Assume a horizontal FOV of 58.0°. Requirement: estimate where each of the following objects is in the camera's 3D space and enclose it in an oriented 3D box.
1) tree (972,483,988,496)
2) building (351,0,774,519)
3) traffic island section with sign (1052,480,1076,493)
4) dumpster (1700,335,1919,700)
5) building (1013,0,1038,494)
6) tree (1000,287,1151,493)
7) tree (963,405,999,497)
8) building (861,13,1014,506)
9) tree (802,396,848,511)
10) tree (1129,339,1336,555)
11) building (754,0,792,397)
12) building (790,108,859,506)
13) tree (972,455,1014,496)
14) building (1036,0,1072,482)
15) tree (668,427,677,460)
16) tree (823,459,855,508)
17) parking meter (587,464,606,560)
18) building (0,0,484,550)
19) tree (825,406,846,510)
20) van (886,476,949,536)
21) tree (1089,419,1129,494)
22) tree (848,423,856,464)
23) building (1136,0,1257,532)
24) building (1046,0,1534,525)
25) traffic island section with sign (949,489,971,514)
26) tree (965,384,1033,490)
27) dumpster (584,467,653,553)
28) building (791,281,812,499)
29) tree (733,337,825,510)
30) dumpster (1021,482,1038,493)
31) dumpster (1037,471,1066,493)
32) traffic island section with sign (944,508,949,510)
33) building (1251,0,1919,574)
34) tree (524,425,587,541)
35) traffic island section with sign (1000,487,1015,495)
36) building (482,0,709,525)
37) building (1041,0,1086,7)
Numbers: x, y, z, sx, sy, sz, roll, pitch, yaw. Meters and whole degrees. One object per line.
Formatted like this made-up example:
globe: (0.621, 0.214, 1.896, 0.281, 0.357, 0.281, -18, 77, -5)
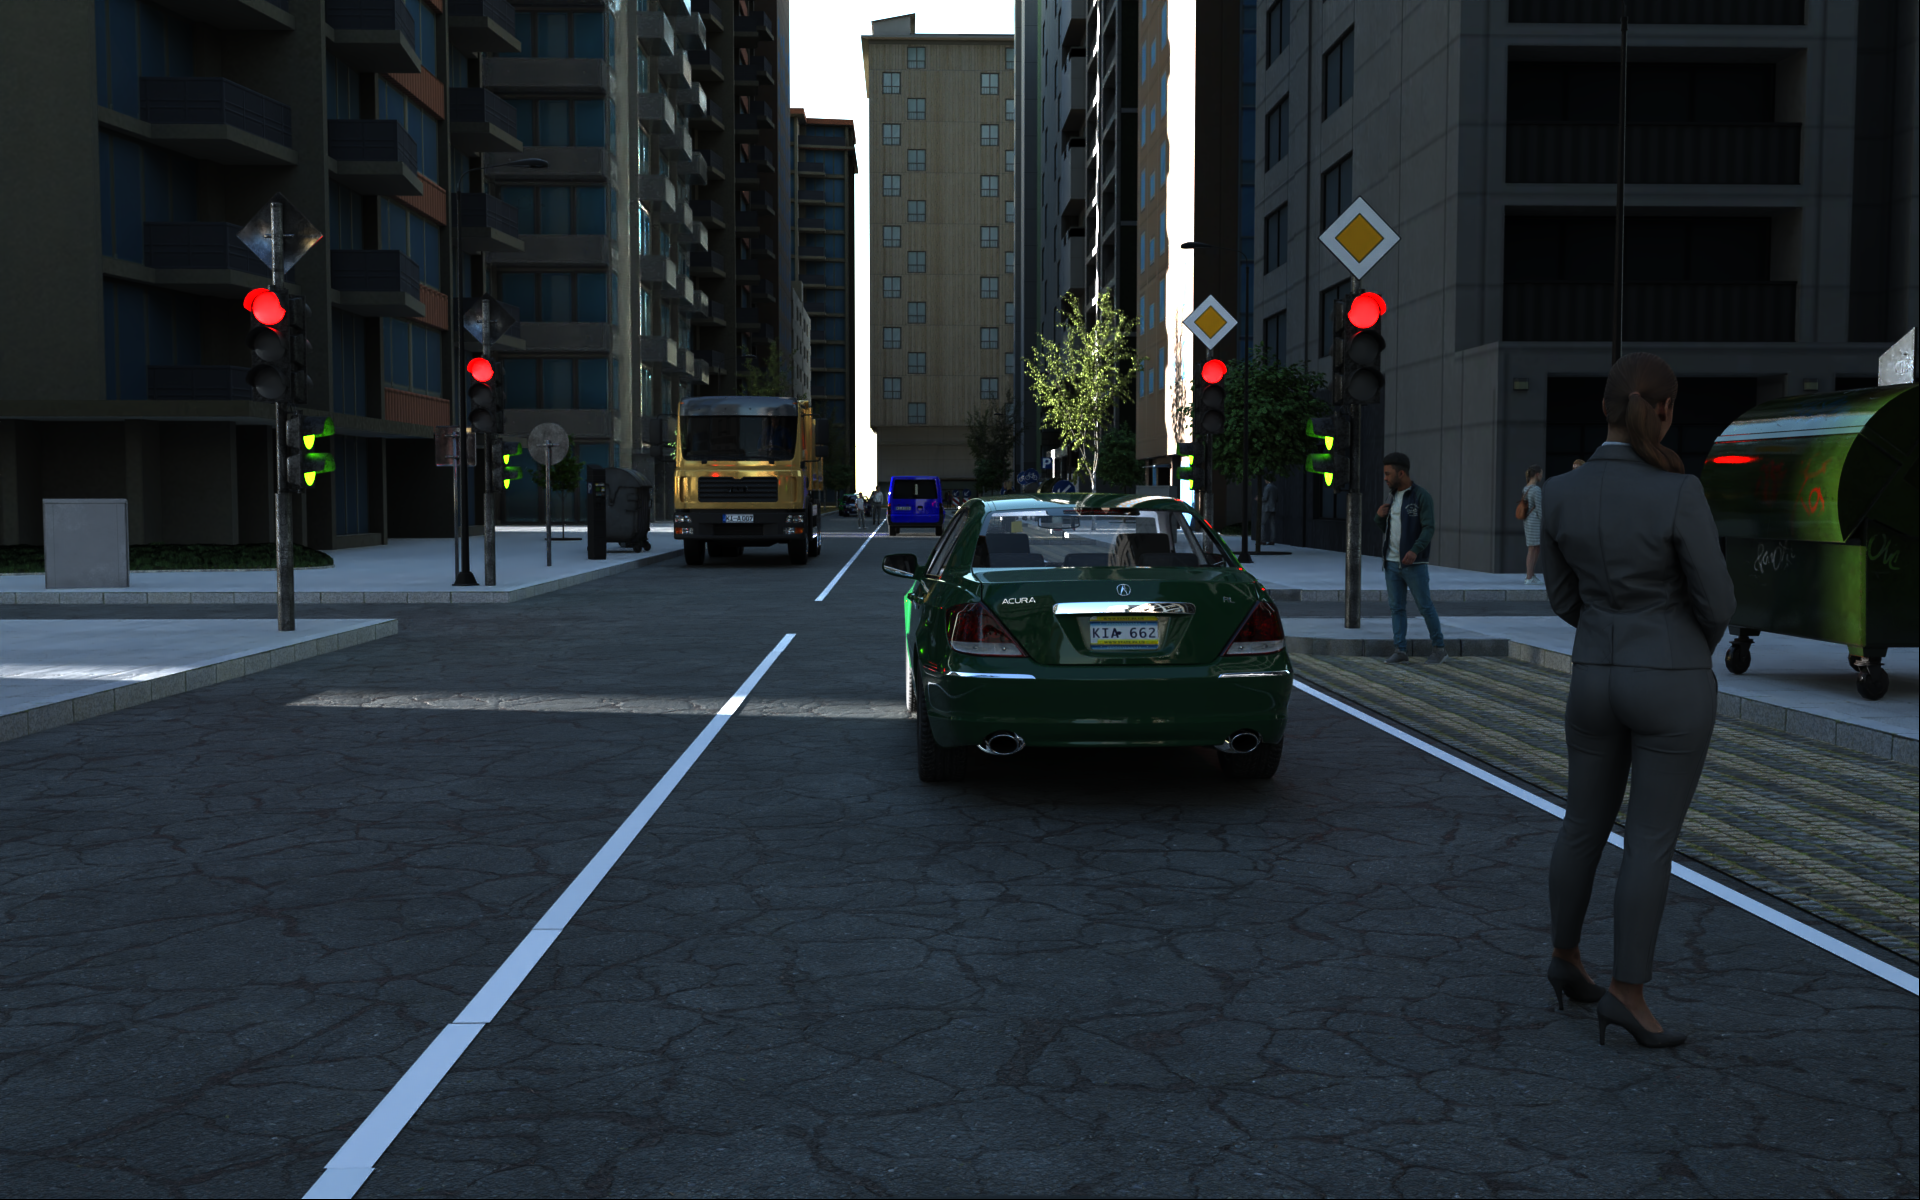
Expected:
tree: (2.107, -10.184, 161.115, 1.663, 3.219, 1.824, 0, 3, 0)
building: (-23.785, -28.065, 113.491, 22.147, 44.769, 28.867, 0, 4, -2)
traffic island section with sign: (2.776, -2.480, 49.169, 1.989, 1.847, 2.006, 0, 4, -2)
dumpster: (6.064, -0.551, 11.504, 1.502, 2.255, 1.985, 0, 4, -2)
building: (15.404, -37.686, 158.168, 21.231, 58.520, 28.212, 0, 4, -2)
tree: (4.498, -6.772, 61.077, 4.737, 8.622, 4.395, 0, 3, 0)
tree: (2.160, -11.772, 142.836, 4.737, 8.622, 4.395, 0, 3, 0)
building: (2.782, -37.340, 199.752, 27.495, 52.752, 28.713, 0, 4, -2)
tree: (-10.679, -10.896, 128.513, 4.360, 8.622, 3.978, 0, 3, 0)
tree: (6.307, -3.257, 36.969, 4.285, 4.588, 4.351, 0, 3, 0)
building: (-20.582, -29.662, 135.077, 14.600, 45.320, 14.200, 0, 4, -2)
building: (-26.078, -33.117, 196.085, 28.867, 44.769, 22.147, 0, 4, -2)
tree: (2.578, -9.161, 133.501, 4.285, 4.588, 4.351, 0, 3, 0)
building: (12.979, -27.747, 137.250, 14.154, 41.232, 14.086, 0, 4, -2)
tree: (-8.773, -4.789, 62.010, 4.285, 4.588, 4.351, 0, 3, 0)
tree: (-11.227, -10.713, 158.872, 4.285, 4.588, 4.351, 0, 3, 0)
parking meter: (-7.125, -1.728, 33.956, 0.255, 1.863, 0.399, -2, 4, -35)
building: (-24.201, -23.858, 44.701, 22.147, 44.769, 28.867, 0, 4, -2)
tree: (-10.737, -11.391, 136.610, 4.737, 8.622, 4.395, 0, 3, 0)
van: (-1.514, -3.467, 61.073, 2.240, 2.365, 5.245, 0, 3, 0)
tree: (7.318, -5.674, 76.492, 4.285, 4.588, 4.351, 0, 3, 0)
tree: (-11.912, -13.241, 166.852, 4.360, 8.622, 3.978, 0, 3, 0)
building: (14.408, -25.300, 63.767, 14.600, 45.320, 14.200, 0, 4, -2)
building: (15.503, -39.763, 88.381, 20.563, 71.187, 20.611, 0, 4, -2)
traffic island section with sign: (0.365, -7.249, 127.151, 1.989, 1.847, 2.006, 0, 4, -2)
tree: (2.636, -10.107, 115.617, 4.360, 8.622, 3.978, 0, 3, 0)
dumpster: (-7.550, -1.992, 38.321, 1.264, 1.857, 1.865, 0, 4, -2)
building: (-28.795, -19.124, 157.721, 28.899, 21.520, 27.650, 0, 4, -2)
tree: (-9.244, -8.029, 81.643, 4.737, 8.622, 4.395, 0, 3, 0)
dumpster: (3.657, -4.801, 84.250, 1.264, 1.857, 1.865, 0, 4, -2)
dumpster: (4.093, -4.367, 73.892, 1.502, 2.255, 1.985, 0, 4, -2)
traffic island section with sign: (-0.495, -8.929, 154.609, 1.989, 1.847, 2.006, 0, 4, -2)
building: (18.599, -36.575, 36.254, 20.611, 71.187, 20.563, 0, 4, -2)
tree: (-11.067, -3.285, 48.316, 1.663, 3.219, 1.824, 0, 3, 0)
traffic island section with sign: (1.955, -4.127, 76.112, 1.989, 1.847, 2.006, 0, 4, -2)
building: (-24.131, -28.292, 82.182, 23.786, 49.044, 30.456, 0, 4, -2)
building: (19.804, -32.239, 116.348, 28.713, 52.752, 27.495, 0, 4, -2)
